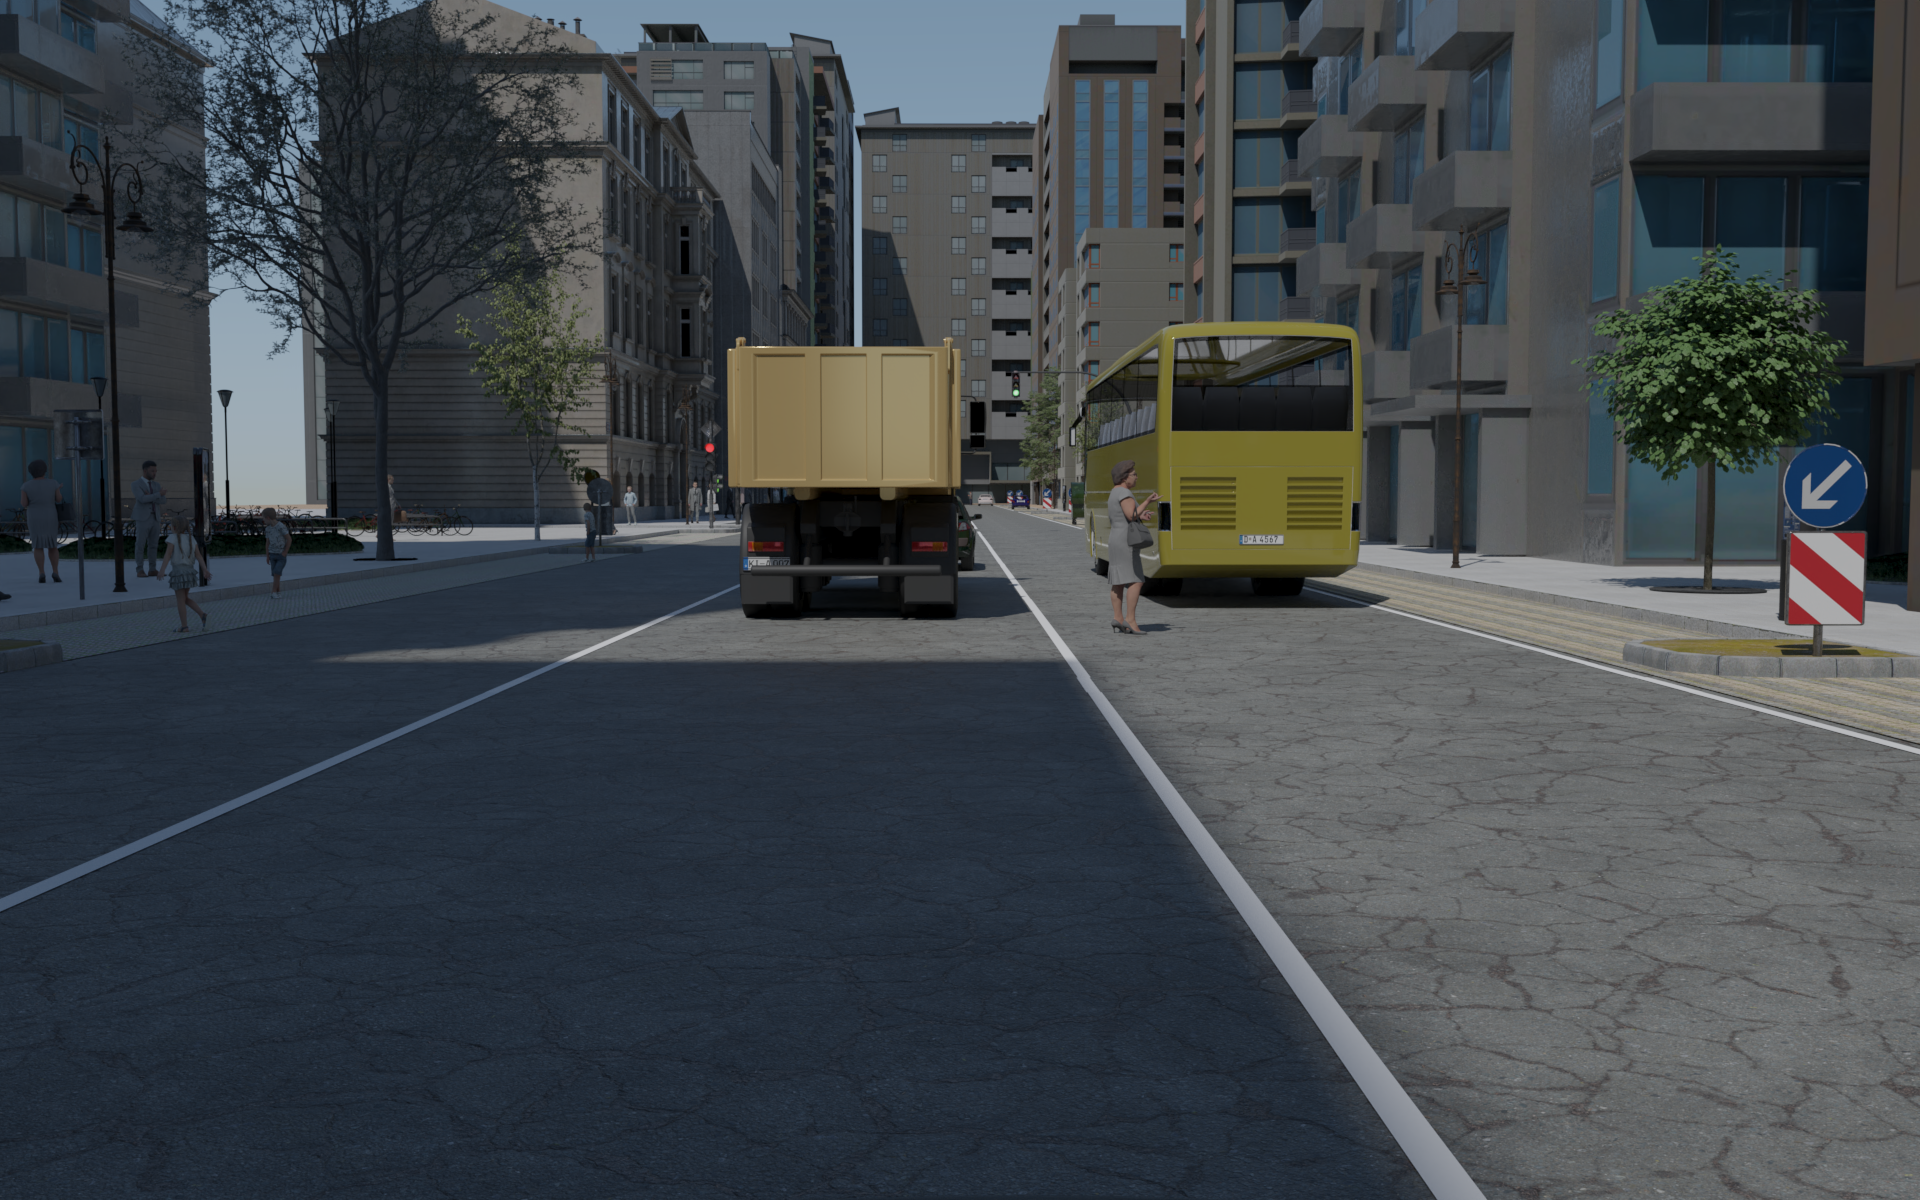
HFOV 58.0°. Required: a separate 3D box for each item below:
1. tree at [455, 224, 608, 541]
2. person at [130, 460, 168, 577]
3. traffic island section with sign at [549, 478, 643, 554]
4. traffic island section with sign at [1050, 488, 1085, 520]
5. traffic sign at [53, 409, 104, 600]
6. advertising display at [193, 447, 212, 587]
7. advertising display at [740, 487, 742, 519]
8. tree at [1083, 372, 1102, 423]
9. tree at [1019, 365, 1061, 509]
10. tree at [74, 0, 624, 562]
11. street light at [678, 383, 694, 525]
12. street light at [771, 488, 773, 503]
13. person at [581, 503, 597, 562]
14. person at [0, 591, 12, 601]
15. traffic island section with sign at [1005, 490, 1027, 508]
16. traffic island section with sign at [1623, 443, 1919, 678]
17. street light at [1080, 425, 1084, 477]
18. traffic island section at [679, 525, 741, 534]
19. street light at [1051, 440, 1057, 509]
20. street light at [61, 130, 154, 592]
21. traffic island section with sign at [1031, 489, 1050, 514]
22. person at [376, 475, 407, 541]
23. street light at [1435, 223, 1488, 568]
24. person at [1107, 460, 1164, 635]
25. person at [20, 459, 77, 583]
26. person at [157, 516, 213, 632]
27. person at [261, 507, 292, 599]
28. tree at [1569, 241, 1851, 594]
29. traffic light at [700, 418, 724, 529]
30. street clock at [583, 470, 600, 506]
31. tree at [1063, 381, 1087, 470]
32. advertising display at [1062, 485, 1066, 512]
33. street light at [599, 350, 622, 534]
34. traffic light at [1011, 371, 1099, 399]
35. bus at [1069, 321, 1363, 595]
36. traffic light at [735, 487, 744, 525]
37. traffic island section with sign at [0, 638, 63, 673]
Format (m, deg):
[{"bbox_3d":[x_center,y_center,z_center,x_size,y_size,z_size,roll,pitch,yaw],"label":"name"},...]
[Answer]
[{"bbox_3d":[-11.519,-5.908,46.955,4.737,8.622,4.395,0,3,0],"label":"tree"},{"bbox_3d":[-12.488,-1.255,26.742,0.466,1.800,0.511,1,4,10],"label":"person"},{"bbox_3d":[-8.793,-2.047,42.097,1.989,1.847,2.006,0,4,0],"label":"traffic island section with sign"},{"bbox_3d":[6.245,-5.422,97.282,1.989,1.847,2.006,0,4,0],"label":"traffic island section with sign"},{"bbox_3d":[-10.662,-1.153,20.976,0.606,2.300,0.079,0,4,3],"label":"traffic sign"},{"bbox_3d":[-10.624,-1.167,24.302,0.123,1.923,0.974,-1,4,-18],"label":"advertising display"},{"bbox_3d":[-11.355,-5.154,89.488,0.123,1.923,0.974,0,4,-1],"label":"advertising display"},{"bbox_3d":[9.261,-9.391,103.907,4.360,8.622,3.978,0,3,0],"label":"tree"},{"bbox_3d":[8.986,-14.321,152.274,7.486,12.596,7.792,0,3,0],"label":"tree"},{"bbox_3d":[-11.196,-7.507,33.105,12.009,13.543,11.850,0,3,0],"label":"tree"},{"bbox_3d":[-11.407,-6.088,72.323,0.468,5.910,1.993,0,4,0],"label":"street light"},{"bbox_3d":[-11.489,-8.141,105.888,0.468,5.910,1.993,0,4,0],"label":"street light"},{"bbox_3d":[-7.817,-1.423,36.458,0.332,1.250,0.352,-3,5,-43],"label":"person"},{"bbox_3d":[-11.658,-0.902,20.562,0.755,1.850,0.659,2,4,24],"label":"person"},{"bbox_3d":[5.848,-10.118,174.054,1.989,1.847,2.006,0,4,0],"label":"traffic island section with sign"},{"bbox_3d":[6.669,-0.350,14.354,1.989,1.847,2.006,0,4,0],"label":"traffic island section with sign"},{"bbox_3d":[8.057,-8.605,113.480,0.468,5.910,1.993,0,4,0],"label":"street light"},{"bbox_3d":[-9.236,-2.566,64.240,2.009,0.180,2.903,0,4,0],"label":"traffic island section"},{"bbox_3d":[8.015,-10.655,146.990,0.468,5.910,1.993,0,4,0],"label":"street light"},{"bbox_3d":[-11.008,-3.042,22.524,0.468,5.910,1.993,0,4,0],"label":"street light"},{"bbox_3d":[6.101,-7.071,124.237,1.989,1.847,2.006,0,4,0],"label":"traffic island section with sign"},{"bbox_3d":[-15.661,-2.531,47.547,0.853,1.813,0.709,0,4,-4],"label":"person"},{"bbox_3d":[8.590,-3.489,29.835,0.468,5.910,1.993,0,4,0],"label":"street light"},{"bbox_3d":[1.798,-0.542,17.719,0.532,1.782,0.716,-1,4,-10],"label":"person"},{"bbox_3d":[-13.187,-1.142,25.071,0.716,1.782,0.532,-2,4,-30],"label":"person"},{"bbox_3d":[-7.980,-0.262,17.791,0.382,1.210,0.505,2,4,24],"label":"person"},{"bbox_3d":[-9.319,-0.638,23.622,0.352,1.250,0.332,-3,4,-37],"label":"person"},{"bbox_3d":[9.788,-2.388,22.752,4.285,4.588,4.351,0,3,0],"label":"tree"},{"bbox_3d":[-9.196,-4.598,64.106,0.839,4.253,0.868,0,4,0],"label":"traffic light"},{"bbox_3d":[-10.845,-2.844,51.071,0.471,2.002,0.358,-1,4,-20],"label":"street clock"},{"bbox_3d":[8.784,-9.764,109.997,4.737,8.622,4.395,0,3,0],"label":"tree"},{"bbox_3d":[7.662,-7.459,127.161,0.123,1.923,0.974,0,4,-7],"label":"advertising display"},{"bbox_3d":[-11.185,-5.063,55.573,0.468,5.910,1.993,0,4,0],"label":"street light"},{"bbox_3d":[4.274,-5.467,64.049,4.771,5.953,1.251,0,4,0],"label":"traffic light"},{"bbox_3d":[3.623,-2.189,27.332,2.896,3.916,12.252,0,4,-1],"label":"bus"},{"bbox_3d":[-7.146,-5.961,72.136,4.771,5.953,1.251,0,4,0],"label":"traffic light"},{"bbox_3d":[-8.656,-0.346,14.285,1.989,1.847,2.006,0,4,0],"label":"traffic island section with sign"}]
